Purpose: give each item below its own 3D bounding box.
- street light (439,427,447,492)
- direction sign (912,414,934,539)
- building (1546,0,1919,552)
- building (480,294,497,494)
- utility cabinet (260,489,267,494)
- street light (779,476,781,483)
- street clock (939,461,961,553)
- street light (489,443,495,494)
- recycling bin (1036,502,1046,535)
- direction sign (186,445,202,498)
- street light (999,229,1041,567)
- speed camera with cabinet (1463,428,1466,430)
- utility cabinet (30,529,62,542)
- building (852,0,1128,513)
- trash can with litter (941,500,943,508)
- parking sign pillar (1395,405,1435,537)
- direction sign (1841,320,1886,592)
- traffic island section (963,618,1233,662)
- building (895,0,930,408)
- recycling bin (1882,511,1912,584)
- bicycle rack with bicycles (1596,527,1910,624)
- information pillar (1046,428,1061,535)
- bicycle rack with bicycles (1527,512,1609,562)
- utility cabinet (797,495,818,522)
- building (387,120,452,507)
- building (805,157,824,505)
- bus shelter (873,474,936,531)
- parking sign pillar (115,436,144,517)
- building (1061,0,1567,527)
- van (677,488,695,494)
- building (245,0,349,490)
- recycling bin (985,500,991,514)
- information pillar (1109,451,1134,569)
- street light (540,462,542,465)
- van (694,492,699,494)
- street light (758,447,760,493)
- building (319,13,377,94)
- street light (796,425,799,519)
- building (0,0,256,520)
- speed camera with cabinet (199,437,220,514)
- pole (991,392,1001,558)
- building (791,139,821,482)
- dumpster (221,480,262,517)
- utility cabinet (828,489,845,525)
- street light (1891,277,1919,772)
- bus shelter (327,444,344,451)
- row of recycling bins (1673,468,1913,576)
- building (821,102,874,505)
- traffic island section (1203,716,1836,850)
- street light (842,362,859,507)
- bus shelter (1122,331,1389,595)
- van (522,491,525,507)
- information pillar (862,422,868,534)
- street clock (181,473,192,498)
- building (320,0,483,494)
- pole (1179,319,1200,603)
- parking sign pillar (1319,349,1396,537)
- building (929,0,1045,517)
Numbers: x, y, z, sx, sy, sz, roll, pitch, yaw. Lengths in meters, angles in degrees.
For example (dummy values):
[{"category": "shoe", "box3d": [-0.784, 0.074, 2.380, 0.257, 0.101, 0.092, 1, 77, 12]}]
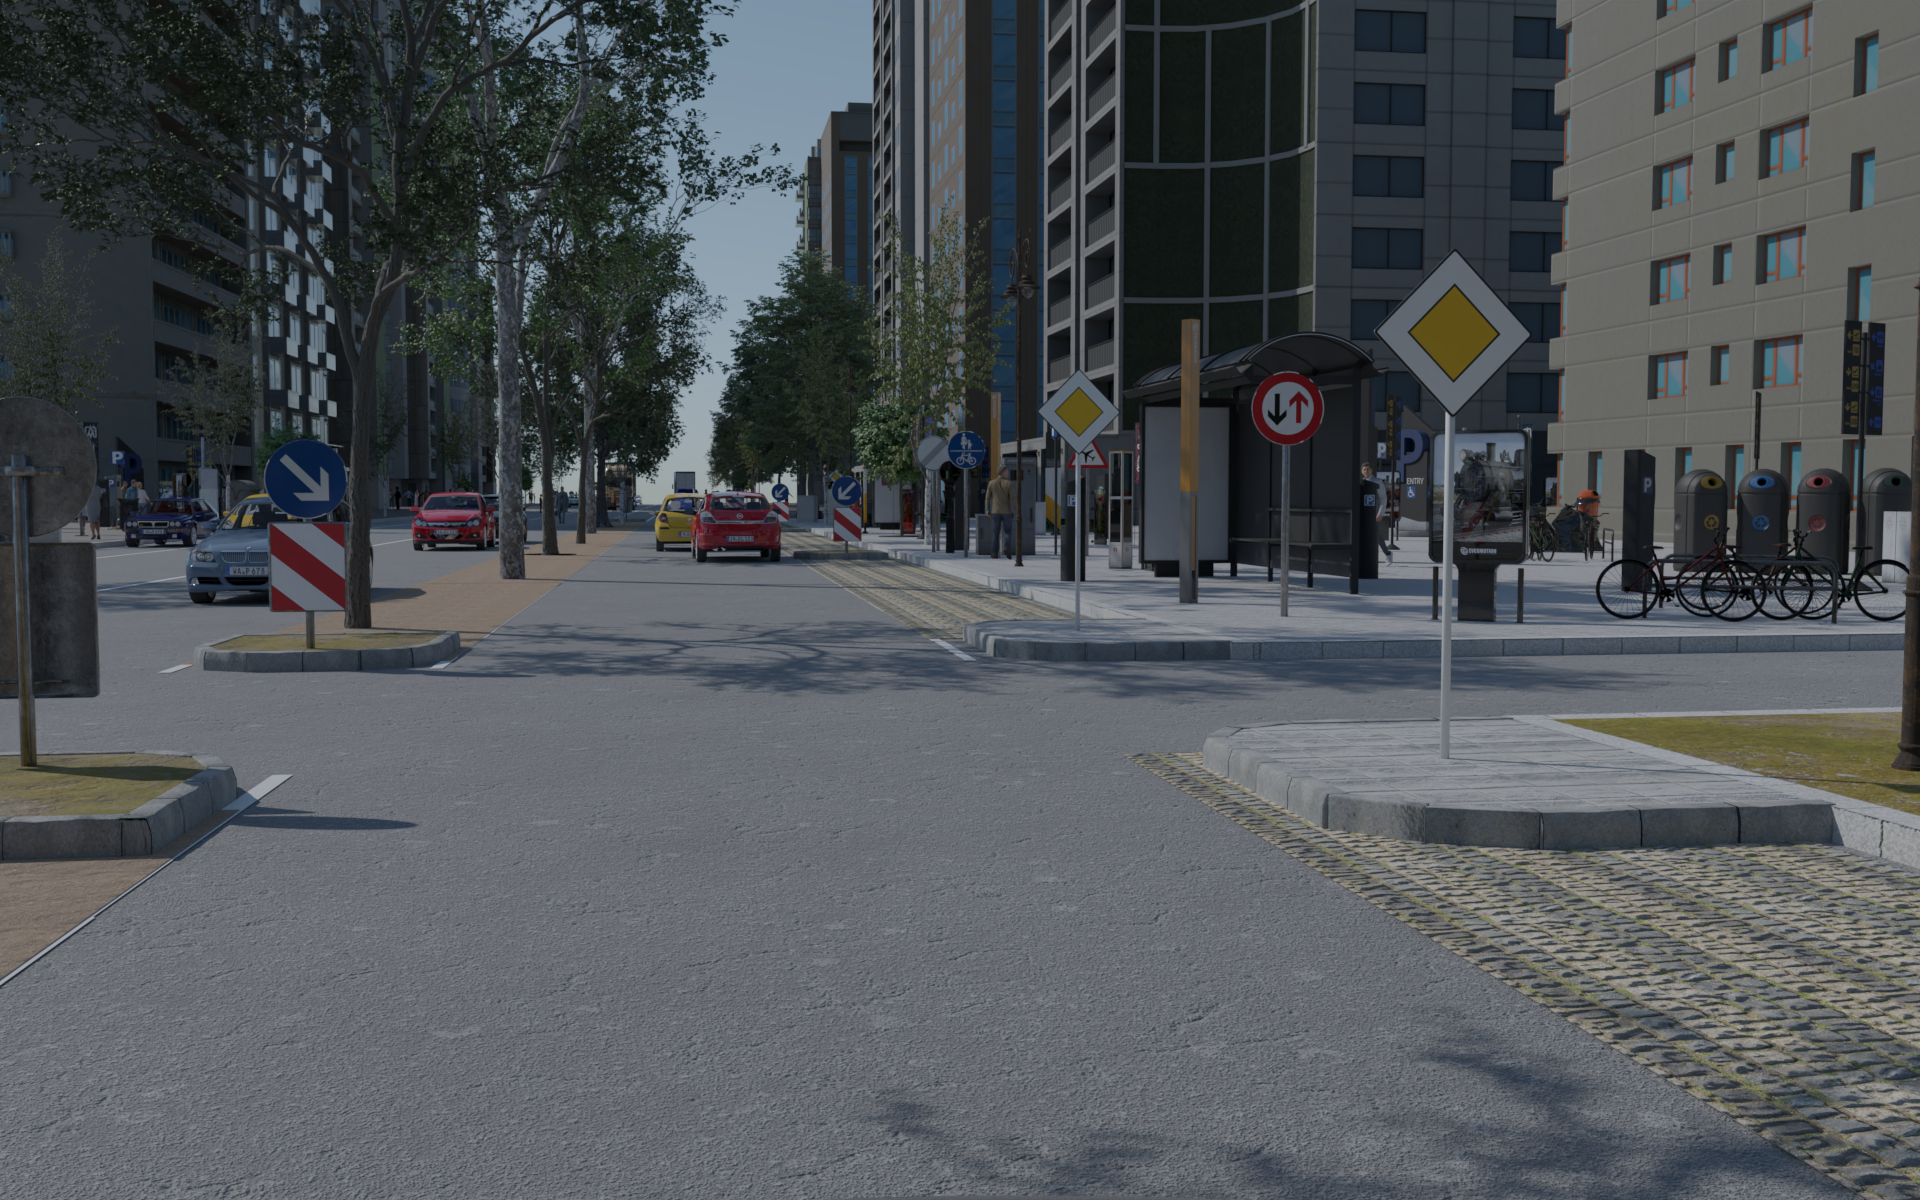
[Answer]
[{"category": "street light", "box3d": [-35.487, -8.939, 118.935, 0.468, 5.910, 1.993, -1, 4, -9]}, {"category": "direction sign", "box3d": [-1.050, -3.493, 49.102, 0.379, 3.537, 0.876, -3, 5, -42]}, {"category": "building", "box3d": [34.038, -11.926, 40.026, 28.899, 21.520, 27.650, -1, 4, -9]}, {"category": "building", "box3d": [-68.578, -27.773, 225.792, 14.160, 30.474, 14.107, -1, 4, -9]}, {"category": "utility cabinet", "box3d": [-32.954, -4.427, 81.063, 1.173, 1.500, 0.318, 1, 4, 15]}, {"category": "street light", "box3d": [-11.057, -8.165, 106.291, 0.468, 5.910, 1.993, -1, 4, -9]}, {"category": "street clock", "box3d": [-0.215, -2.016, 37.530, 0.471, 2.002, 0.358, 0, 4, -4]}, {"category": "street light", "box3d": [-40.046, -10.741, 148.402, 0.468, 5.910, 1.993, -1, 4, -9]}, {"category": "recycling bin", "box3d": [2.311, -2.551, 54.270, 0.722, 1.027, 0.722, 0, 4, 0]}, {"category": "direction sign", "box3d": [-35.277, -5.377, 79.906, 0.876, 3.537, 0.379, 1, 4, 15]}, {"category": "street light", "box3d": [1.045, -3.529, 30.491, 0.468, 5.910, 1.993, -1, 4, -9]}, {"category": "speed camera with cabinet", "box3d": [15.375, -3.469, 51.047, 0.660, 3.252, 2.038, -1, 4, -15]}, {"category": "utility cabinet", "box3d": [-24.056, -2.223, 45.032, 1.173, 1.500, 0.318, -1, 4, -14]}, {"category": "building", "box3d": [1.560, -43.444, 148.565, 20.563, 71.187, 20.611, -1, 4, -9]}, {"category": "trash can with litter", "box3d": [-1.054, -4.495, 84.877, 0.624, 1.170, 1.055, 3, 4, 36]}, {"category": "parking sign pillar", "box3d": [13.693, -3.883, 51.967, 1.447, 3.967, 1.447, -2, 4, -29]}, {"category": "direction sign", "box3d": [11.881, -1.886, 22.836, 0.876, 3.537, 0.379, -2, 4, -31]}, {"category": "traffic island section", "box3d": [1.150, 0.367, 16.287, 2.009, 0.180, 2.903, -1, 4, -9]}, {"category": "building", "box3d": [5.886, -35.593, 123.937, 21.231, 58.520, 28.212, -1, 4, -9]}, {"category": "recycling bin", "box3d": [13.814, -0.756, 24.923, 0.722, 1.027, 0.722, 0, 4, -3]}, {"category": "bicycle rack with bicycles", "box3d": [8.353, -0.289, 18.105, 2.925, 0.926, 2.852, 2, 4, 28]}, {"category": "information pillar", "box3d": [2.949, -3.863, 54.512, 0.504, 3.616, 0.183, 1, 4, 12]}, {"category": "bicycle rack with bicycles", "box3d": [11.526, -1.239, 33.636, 2.852, 0.926, 2.925, 1, 4, 16]}, {"category": "utility cabinet", "box3d": [-6.956, -4.148, 78.986, 1.020, 1.237, 0.306, 2, 4, 34]}, {"category": "building", "box3d": [-62.089, -30.524, 182.656, 14.154, 41.232, 14.086, -1, 4, -9]}, {"category": "building", "box3d": [-12.133, -32.408, 213.471, 14.154, 41.232, 14.086, -1, 4, -9]}, {"category": "bus shelter", "box3d": [-1.959, -4.031, 59.829, 2.014, 3.302, 5.546, -1, 4, -9]}, {"category": "parking sign pillar", "box3d": [-39.068, -5.693, 81.550, 1.447, 3.967, 1.447, 1, 4, 17]}, {"category": "building", "box3d": [13.603, -38.901, 74.290, 20.563, 71.187, 20.611, -1, 4, -9]}, {"category": "van", "box3d": [-29.681, -11.213, 187.720, 2.240, 2.365, 5.245, 0, 4, -7]}, {"category": "building", "box3d": [-56.668, -30.586, 119.697, 23.786, 49.044, 30.456, -1, 4, -9]}, {"category": "recycling bin", "box3d": [1.495, -3.874, 75.889, 0.722, 1.027, 0.722, 1, 4, 9]}, {"category": "information pillar", "box3d": [2.755, -1.539, 29.662, 0.304, 2.012, 0.304, 3, 5, 43]}, {"category": "street light", "box3d": [-48.345, -13.937, 200.657, 0.468, 5.910, 1.993, -1, 4, -9]}, {"category": "van", "box3d": [-31.508, -12.076, 204.453, 2.013, 2.044, 4.112, 0, 4, -7]}, {"category": "street light", "box3d": [-15.768, -9.978, 135.922, 0.468, 5.910, 1.993, -1, 4, -9]}, {"category": "building", "box3d": [-55.853, -28.072, 142.567, 14.154, 41.232, 14.086, -1, 4, -9]}, {"category": "street light", "box3d": [-8.443, -7.167, 89.970, 0.468, 5.910, 1.993, -1, 4, -9]}, {"category": "building", "box3d": [-52.550, -28.768, 94.060, 21.300, 48.544, 21.600, -1, 4, -9]}, {"category": "speed camera with cabinet", "box3d": [-25.940, -4.006, 59.838, 0.660, 3.252, 2.038, -1, 4, -22]}, {"category": "pole", "box3d": [0.720, -2.508, 34.843, 0.158, 3.312, 0.155, 0, 3, 0]}, {"category": "building", "box3d": [-10.762, -37.697, 235.953, 23.786, 49.044, 30.456, -1, 4, -9]}, {"category": "dumpster", "box3d": [-30.080, -4.081, 72.484, 1.264, 1.857, 1.865, -1, 4, -9]}, {"category": "utility cabinet", "box3d": [-4.833, -3.781, 70.491, 1.173, 1.500, 0.318, 3, 4, 37]}, {"category": "street light", "box3d": [4.451, -2.148, 7.909, 0.468, 5.910, 1.993, -1, 4, -9]}, {"category": "bus shelter", "box3d": [-30.640, -5.551, 82.035, 1.731, 3.624, 6.357, -1, 4, -9]}, {"category": "row of recycling bins", "box3d": [13.452, -1.282, 28.066, 3.534, 1.692, 1.069, 2, 4, 29]}, {"category": "building", "box3d": [-8.465, -33.610, 199.633, 14.600, 45.320, 14.200, -1, 4, -9]}, {"category": "traffic island section", "box3d": [2.396, 0.849, 8.400, 2.009, 0.180, 2.903, -1, 4, -9]}, {"category": "street light", "box3d": [-3.828, -5.365, 60.511, 0.468, 5.910, 1.993, -1, 4, -9]}, {"category": "bus shelter", "box3d": [3.942, -1.859, 24.326, 2.014, 3.302, 5.546, -1, 4, -9]}, {"category": "van", "box3d": [-37.036, -8.346, 143.475, 2.013, 2.044, 4.112, -1, 4, -9]}, {"category": "information pillar", "box3d": [-3.066, -3.951, 55.955, 0.183, 3.616, 0.504, 0, 4, -5]}, {"category": "street clock", "box3d": [-27.050, -3.418, 60.455, 0.358, 2.002, 0.471, 1, 4, 13]}, {"category": "building", "box3d": [-68.938, -40.447, 203.299, 21.231, 58.520, 28.212, -1, 4, -9]}, {"category": "pole", "box3d": [2.696, -1.620, 20.325, 0.158, 3.312, 0.155, 0, 3, 0]}, {"category": "parking sign pillar", "box3d": [7.186, -2.705, 32.704, 1.447, 3.967, 1.447, 3, 4, 36]}, {"category": "building", "box3d": [5.998, -27.695, 102.929, 14.600, 45.320, 14.200, -1, 4, -9]}]
